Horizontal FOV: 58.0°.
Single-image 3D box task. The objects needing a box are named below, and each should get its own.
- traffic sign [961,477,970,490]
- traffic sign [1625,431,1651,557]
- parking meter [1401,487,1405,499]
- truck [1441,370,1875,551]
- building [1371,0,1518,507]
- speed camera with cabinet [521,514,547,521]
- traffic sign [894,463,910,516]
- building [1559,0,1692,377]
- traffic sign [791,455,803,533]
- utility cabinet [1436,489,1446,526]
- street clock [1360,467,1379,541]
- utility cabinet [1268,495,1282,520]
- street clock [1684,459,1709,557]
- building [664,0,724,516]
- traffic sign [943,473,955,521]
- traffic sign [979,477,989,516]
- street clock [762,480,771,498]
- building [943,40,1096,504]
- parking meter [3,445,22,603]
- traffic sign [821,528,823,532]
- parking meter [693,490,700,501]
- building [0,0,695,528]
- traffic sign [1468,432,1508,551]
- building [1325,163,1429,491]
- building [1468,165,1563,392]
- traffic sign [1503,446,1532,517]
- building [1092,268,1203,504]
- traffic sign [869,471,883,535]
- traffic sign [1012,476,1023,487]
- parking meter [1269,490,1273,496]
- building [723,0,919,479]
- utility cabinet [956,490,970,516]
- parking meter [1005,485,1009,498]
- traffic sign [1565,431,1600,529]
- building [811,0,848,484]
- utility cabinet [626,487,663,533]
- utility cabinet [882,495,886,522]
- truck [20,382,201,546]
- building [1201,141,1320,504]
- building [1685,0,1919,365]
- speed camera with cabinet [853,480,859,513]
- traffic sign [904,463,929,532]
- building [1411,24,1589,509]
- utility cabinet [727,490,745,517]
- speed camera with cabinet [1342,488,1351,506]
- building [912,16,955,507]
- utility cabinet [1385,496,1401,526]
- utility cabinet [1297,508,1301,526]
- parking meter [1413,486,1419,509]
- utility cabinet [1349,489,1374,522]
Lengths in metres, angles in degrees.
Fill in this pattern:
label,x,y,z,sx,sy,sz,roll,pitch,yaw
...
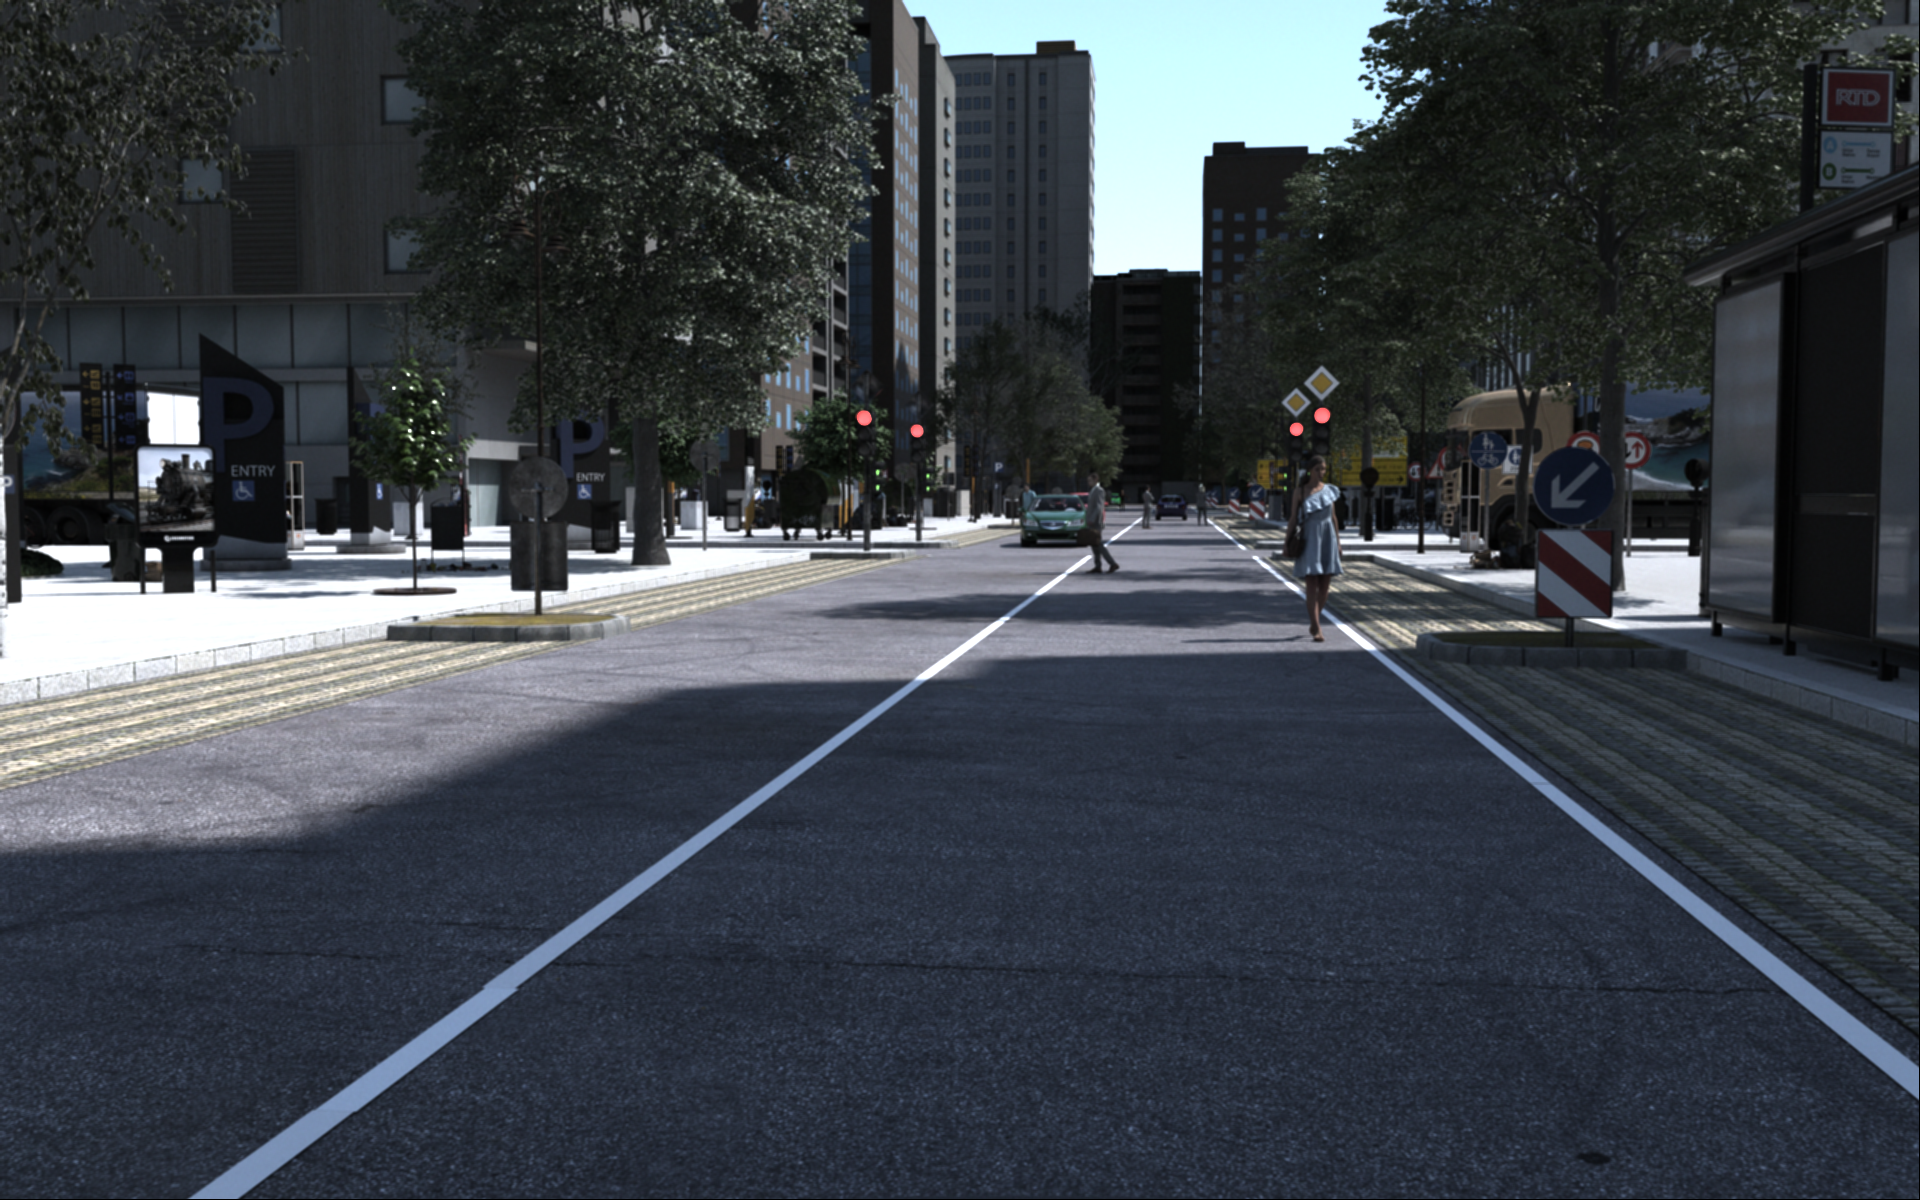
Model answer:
label,x,y,z,sx,sy,sz,roll,pitch,yaw
traffic sign,0.368,-6.194,103.403,0.606,2.300,0.079,1,4,10
traffic sign,13.615,-2.146,35.197,0.768,2.556,0.104,1,4,10
parking meter,27.008,-6.131,105.949,0.399,1.863,0.255,2,4,32
truck,16.493,-3.155,40.502,11.283,4.237,2.839,0,4,6
building,51.748,-51.908,161.372,22.319,86.520,31.000,0,4,7
speed camera with cabinet,-14.270,-3.936,58.687,0.660,3.252,2.038,-3,4,-36
traffic sign,-2.329,-4.293,70.302,0.768,2.556,0.104,1,4,16
building,37.065,-17.991,81.537,14.401,28.519,23.554,0,4,7
traffic sign,-5.260,-3.476,56.829,0.884,2.594,0.081,1,4,15
utility cabinet,19.772,-3.738,69.790,1.173,1.500,0.318,-2,4,-25
street clock,11.111,-2.599,47.057,0.471,2.002,0.358,0,4,-2
utility cabinet,15.473,-4.523,85.116,0.306,1.237,1.020,2,4,33
street clock,15.136,-1.898,35.605,0.358,2.002,0.471,-1,4,-21
building,-17.260,-27.827,105.088,14.600,45.320,14.200,0,4,7
traffic sign,-0.540,-4.901,82.254,0.606,2.300,0.079,1,4,17
traffic sign,1.403,-6.073,101.424,0.606,2.300,0.079,1,4,9
street clock,-10.198,-5.309,91.380,0.471,2.002,0.358,-3,5,-42
building,3.661,-42.086,230.106,28.212,58.520,21.231,0,4,7
parking meter,-11.276,-0.893,20.313,0.255,1.863,0.399,1,4,20
traffic sign,-4.593,-3.514,57.461,0.884,2.594,0.081,1,4,14
parking meter,-14.750,-5.424,97.096,0.372,1.533,0.369,0,3,0
building,-27.822,-29.794,76.375,28.713,52.752,27.495,0,4,7
traffic sign,10.772,-2.158,35.396,0.768,2.556,0.104,1,4,13
building,60.126,-34.821,223.942,28.867,44.769,22.147,0,4,7
building,39.613,-16.141,105.712,13.314,21.916,24.055,0,4,7
traffic sign,11.614,-2.080,36.143,0.606,2.300,0.079,1,4,12
building,24.257,-27.732,225.113,14.107,30.474,14.160,0,4,7
traffic sign,-2.831,-3.318,54.247,0.884,2.594,0.081,1,4,14
traffic sign,4.015,-7.451,121.934,0.768,2.556,0.104,1,4,9
parking meter,19.097,-6.155,106.343,0.255,1.863,0.399,1,4,9
building,-11.486,-30.691,151.913,14.600,45.320,14.200,0,4,7
utility cabinet,0.167,-5.610,100.402,0.318,1.500,1.173,2,4,26
parking meter,3.027,-6.259,108.050,0.399,1.863,0.255,3,4,36
traffic sign,12.600,-2.133,34.988,0.768,2.556,0.104,1,4,14
building,-17.468,-42.575,134.357,20.563,71.187,20.611,0,4,7
utility cabinet,-10.375,-2.954,56.979,1.173,1.500,0.318,0,4,-2
utility cabinet,-3.885,-4.114,78.418,1.020,1.237,0.306,-2,4,-26
truck,-25.738,-3.453,45.371,11.283,4.237,2.839,0,4,8
building,38.282,-35.024,222.749,14.200,45.320,14.600,0,4,7
building,35.867,-12.612,60.950,16.860,20.320,10.420,0,4,7
speed camera with cabinet,-4.233,-4.672,70.715,0.660,3.252,2.038,-1,4,-11
traffic sign,-1.489,-3.615,59.115,0.884,2.594,0.081,1,4,12
building,52.404,-27.065,134.391,32.217,40.220,23.993,0,4,7
utility cabinet,-12.443,-5.406,97.067,1.173,1.500,0.318,0,4,6
speed camera with cabinet,21.974,-6.316,97.595,0.660,3.252,2.038,2,4,27
building,-12.231,-33.734,175.245,21.600,48.544,21.300,0,4,7
utility cabinet,17.403,-3.580,69.697,0.306,1.237,1.020,0,4,-6
utility cabinet,13.628,-3.687,68.963,0.318,1.500,1.173,2,4,30
parking meter,31.320,-6.928,118.978,0.399,1.863,0.255,2,4,29
utility cabinet,18.380,-4.323,79.367,1.173,1.500,0.318,-2,4,-25
